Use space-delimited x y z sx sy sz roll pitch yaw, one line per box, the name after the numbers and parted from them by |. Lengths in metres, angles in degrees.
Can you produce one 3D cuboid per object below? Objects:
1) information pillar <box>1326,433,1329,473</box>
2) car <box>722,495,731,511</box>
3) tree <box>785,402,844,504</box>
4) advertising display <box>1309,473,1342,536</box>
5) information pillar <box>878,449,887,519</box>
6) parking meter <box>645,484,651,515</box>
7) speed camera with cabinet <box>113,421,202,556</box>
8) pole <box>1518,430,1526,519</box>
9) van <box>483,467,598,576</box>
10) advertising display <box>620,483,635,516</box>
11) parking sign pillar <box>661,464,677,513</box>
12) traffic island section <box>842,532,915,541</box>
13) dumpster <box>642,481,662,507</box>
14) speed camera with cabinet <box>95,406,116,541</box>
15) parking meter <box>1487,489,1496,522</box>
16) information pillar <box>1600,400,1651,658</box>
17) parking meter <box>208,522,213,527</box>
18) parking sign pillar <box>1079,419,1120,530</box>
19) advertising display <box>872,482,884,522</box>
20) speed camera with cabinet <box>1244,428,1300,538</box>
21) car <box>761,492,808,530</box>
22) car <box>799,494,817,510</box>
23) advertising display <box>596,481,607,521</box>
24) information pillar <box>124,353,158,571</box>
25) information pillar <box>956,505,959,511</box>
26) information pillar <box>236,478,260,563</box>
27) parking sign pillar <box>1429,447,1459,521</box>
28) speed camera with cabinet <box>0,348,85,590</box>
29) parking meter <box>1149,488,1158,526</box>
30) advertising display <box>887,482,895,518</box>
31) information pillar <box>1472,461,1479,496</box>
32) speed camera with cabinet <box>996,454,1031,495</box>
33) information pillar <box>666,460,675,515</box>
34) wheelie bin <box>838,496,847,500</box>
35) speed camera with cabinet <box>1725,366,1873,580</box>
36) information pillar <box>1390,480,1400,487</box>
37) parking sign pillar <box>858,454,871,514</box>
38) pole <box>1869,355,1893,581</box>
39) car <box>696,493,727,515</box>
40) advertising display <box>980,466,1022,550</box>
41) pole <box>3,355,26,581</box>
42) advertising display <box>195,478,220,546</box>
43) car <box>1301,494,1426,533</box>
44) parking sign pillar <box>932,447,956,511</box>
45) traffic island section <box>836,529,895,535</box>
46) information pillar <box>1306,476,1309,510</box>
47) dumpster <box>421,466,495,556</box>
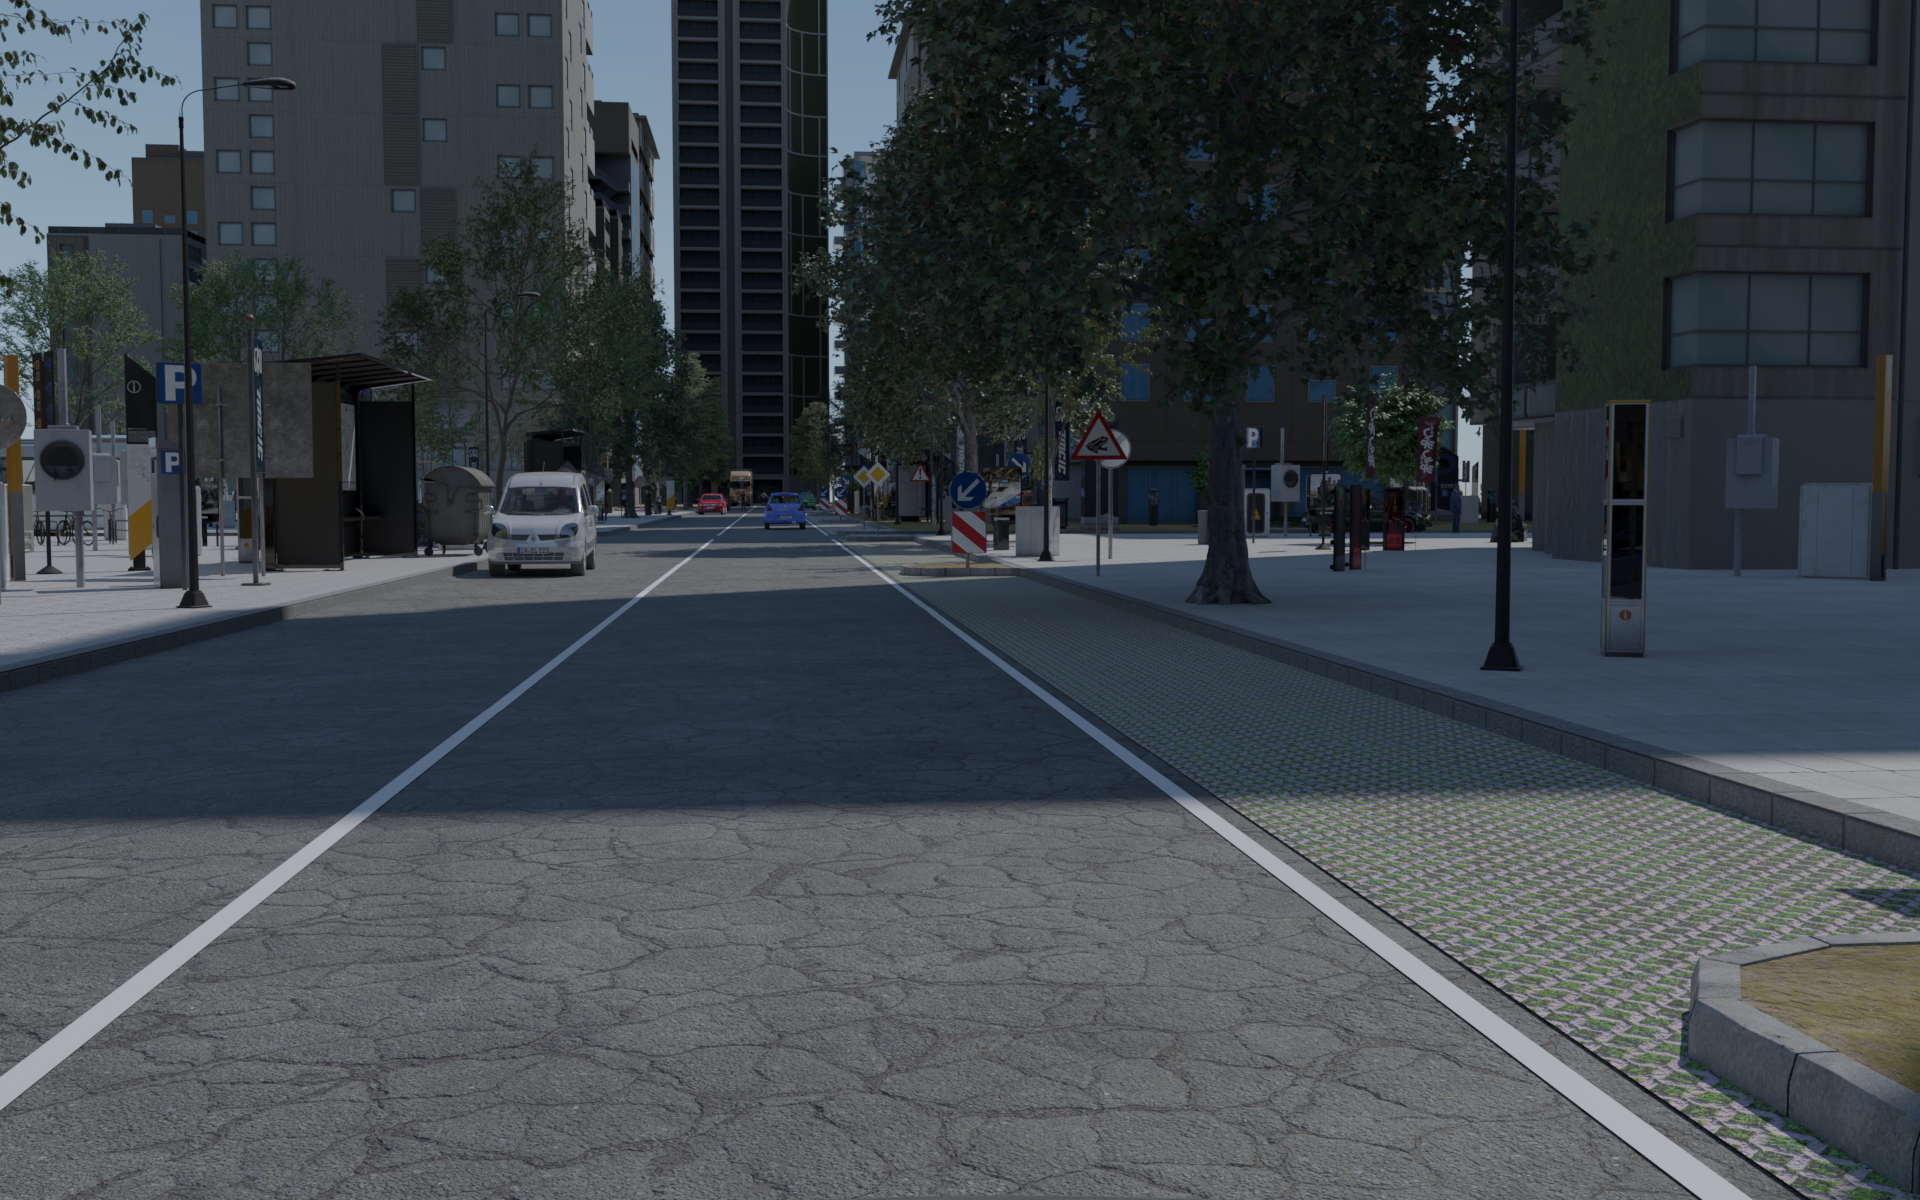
13.140 -4.332 62.190 0.183 3.616 0.504 0 4 3 | information pillar
-20.728 -8.390 149.750 1.945 1.354 3.894 0 4 -6 | car
-17.905 -18.031 212.936 7.486 12.596 7.792 0 3 0 | tree
11.058 -2.889 52.451 0.974 1.923 0.123 0 4 7 | advertising display
-4.002 -5.976 89.064 0.504 3.616 0.183 -1 4 -11 | information pillar
-18.912 -6.069 104.932 0.255 1.863 0.399 1 4 17 | parking meter
-16.717 -2.560 36.199 2.038 3.252 0.660 2 4 33 | speed camera with cabinet
17.669 -3.708 54.462 0.158 3.312 0.155 0 3 0 | pole
-7.567 -1.499 31.526 2.013 2.044 4.112 0 4 -8 | van
-19.176 -5.790 99.876 0.123 1.923 0.974 3 5 45 | advertising display
-20.238 -7.990 119.104 1.447 3.967 1.447 0 4 -4 | parking sign pillar
-2.510 -1.908 53.484 2.009 0.180 2.903 0 4 -6 | traffic island section
-21.996 -7.445 124.224 1.502 2.255 1.985 0 4 -6 | dumpster
-19.092 -2.779 39.773 0.660 3.252 2.038 3 5 44 | speed camera with cabinet
24.138 -4.298 78.679 0.372 1.533 0.369 0 3 0 | parking meter
5.252 -0.562 13.682 0.304 2.012 0.304 1 4 13 | information pillar
-29.026 -3.602 67.308 0.372 1.533 0.369 0 3 0 | parking meter
5.018 -4.509 62.196 1.447 3.967 1.447 -1 4 -16 | parking sign pillar
-3.829 -4.617 80.704 0.123 1.923 0.974 2 4 26 | advertising display
9.125 -3.500 51.557 2.038 3.252 0.660 -2 4 -25 | speed camera with cabinet
-7.204 -3.763 71.122 1.945 1.707 3.694 0 4 -7 | car
-13.585 -8.788 152.483 1.959 1.807 4.718 0 4 -5 | car
-17.168 -4.739 82.696 0.123 1.923 0.974 -3 5 -43 | advertising display
-13.636 -2.294 28.868 0.504 3.616 0.183 -1 4 -20 | information pillar
-0.257 -6.506 110.868 0.304 2.012 0.304 -2 4 -23 | information pillar
-13.221 -1.691 32.144 0.304 2.012 0.304 0 4 -6 | information pillar
23.399 -5.819 83.609 1.447 3.967 1.447 1 4 13 | parking sign pillar
-12.766 -1.765 23.186 2.038 3.252 0.660 -1 4 -23 | speed camera with cabinet
7.833 -3.774 70.112 0.372 1.533 0.369 0 3 0 | parking meter
-3.611 -5.357 92.796 0.123 1.923 0.974 2 4 35 | advertising display
36.385 -8.010 122.314 0.504 3.616 0.183 -1 4 -13 | information pillar
2.475 -5.614 86.129 2.038 3.252 0.660 -1 4 -13 | speed camera with cabinet
-17.729 -7.013 106.015 0.504 3.616 0.183 0 4 5 | information pillar
-8.453 -7.136 124.582 0.693 1.594 0.980 -1 4 -9 | wheelie bin
12.913 -1.973 26.596 2.038 3.252 0.660 2 4 34 | speed camera with cabinet
13.934 -3.912 55.323 0.183 3.616 0.504 -2 4 -24 | information pillar
-6.013 -7.723 114.741 1.447 3.967 1.447 0 4 3 | parking sign pillar
13.549 -1.935 25.473 0.158 3.312 0.155 0 3 0 | pole
-17.289 -6.842 120.902 2.155 1.783 4.494 0 4 -4 | car
0.947 -2.119 39.863 0.974 1.923 0.123 -1 4 -9 | advertising display
-13.939 -1.938 25.529 0.158 3.312 0.155 0 3 0 | pole
-18.618 -2.270 42.331 0.974 1.923 0.123 -3 4 -39 | advertising display
13.782 -3.023 59.217 4.222 1.686 2.009 0 4 -5 | car
-0.920 -6.772 99.195 1.447 3.967 1.447 -1 4 -15 | parking sign pillar
-3.375 -2.394 61.422 2.009 0.180 2.903 0 4 -6 | traffic island section
13.948 -3.930 68.741 0.304 2.012 0.304 -3 4 -36 | information pillar
-10.538 -1.873 36.386 1.264 1.857 1.865 0 4 -6 | dumpster
